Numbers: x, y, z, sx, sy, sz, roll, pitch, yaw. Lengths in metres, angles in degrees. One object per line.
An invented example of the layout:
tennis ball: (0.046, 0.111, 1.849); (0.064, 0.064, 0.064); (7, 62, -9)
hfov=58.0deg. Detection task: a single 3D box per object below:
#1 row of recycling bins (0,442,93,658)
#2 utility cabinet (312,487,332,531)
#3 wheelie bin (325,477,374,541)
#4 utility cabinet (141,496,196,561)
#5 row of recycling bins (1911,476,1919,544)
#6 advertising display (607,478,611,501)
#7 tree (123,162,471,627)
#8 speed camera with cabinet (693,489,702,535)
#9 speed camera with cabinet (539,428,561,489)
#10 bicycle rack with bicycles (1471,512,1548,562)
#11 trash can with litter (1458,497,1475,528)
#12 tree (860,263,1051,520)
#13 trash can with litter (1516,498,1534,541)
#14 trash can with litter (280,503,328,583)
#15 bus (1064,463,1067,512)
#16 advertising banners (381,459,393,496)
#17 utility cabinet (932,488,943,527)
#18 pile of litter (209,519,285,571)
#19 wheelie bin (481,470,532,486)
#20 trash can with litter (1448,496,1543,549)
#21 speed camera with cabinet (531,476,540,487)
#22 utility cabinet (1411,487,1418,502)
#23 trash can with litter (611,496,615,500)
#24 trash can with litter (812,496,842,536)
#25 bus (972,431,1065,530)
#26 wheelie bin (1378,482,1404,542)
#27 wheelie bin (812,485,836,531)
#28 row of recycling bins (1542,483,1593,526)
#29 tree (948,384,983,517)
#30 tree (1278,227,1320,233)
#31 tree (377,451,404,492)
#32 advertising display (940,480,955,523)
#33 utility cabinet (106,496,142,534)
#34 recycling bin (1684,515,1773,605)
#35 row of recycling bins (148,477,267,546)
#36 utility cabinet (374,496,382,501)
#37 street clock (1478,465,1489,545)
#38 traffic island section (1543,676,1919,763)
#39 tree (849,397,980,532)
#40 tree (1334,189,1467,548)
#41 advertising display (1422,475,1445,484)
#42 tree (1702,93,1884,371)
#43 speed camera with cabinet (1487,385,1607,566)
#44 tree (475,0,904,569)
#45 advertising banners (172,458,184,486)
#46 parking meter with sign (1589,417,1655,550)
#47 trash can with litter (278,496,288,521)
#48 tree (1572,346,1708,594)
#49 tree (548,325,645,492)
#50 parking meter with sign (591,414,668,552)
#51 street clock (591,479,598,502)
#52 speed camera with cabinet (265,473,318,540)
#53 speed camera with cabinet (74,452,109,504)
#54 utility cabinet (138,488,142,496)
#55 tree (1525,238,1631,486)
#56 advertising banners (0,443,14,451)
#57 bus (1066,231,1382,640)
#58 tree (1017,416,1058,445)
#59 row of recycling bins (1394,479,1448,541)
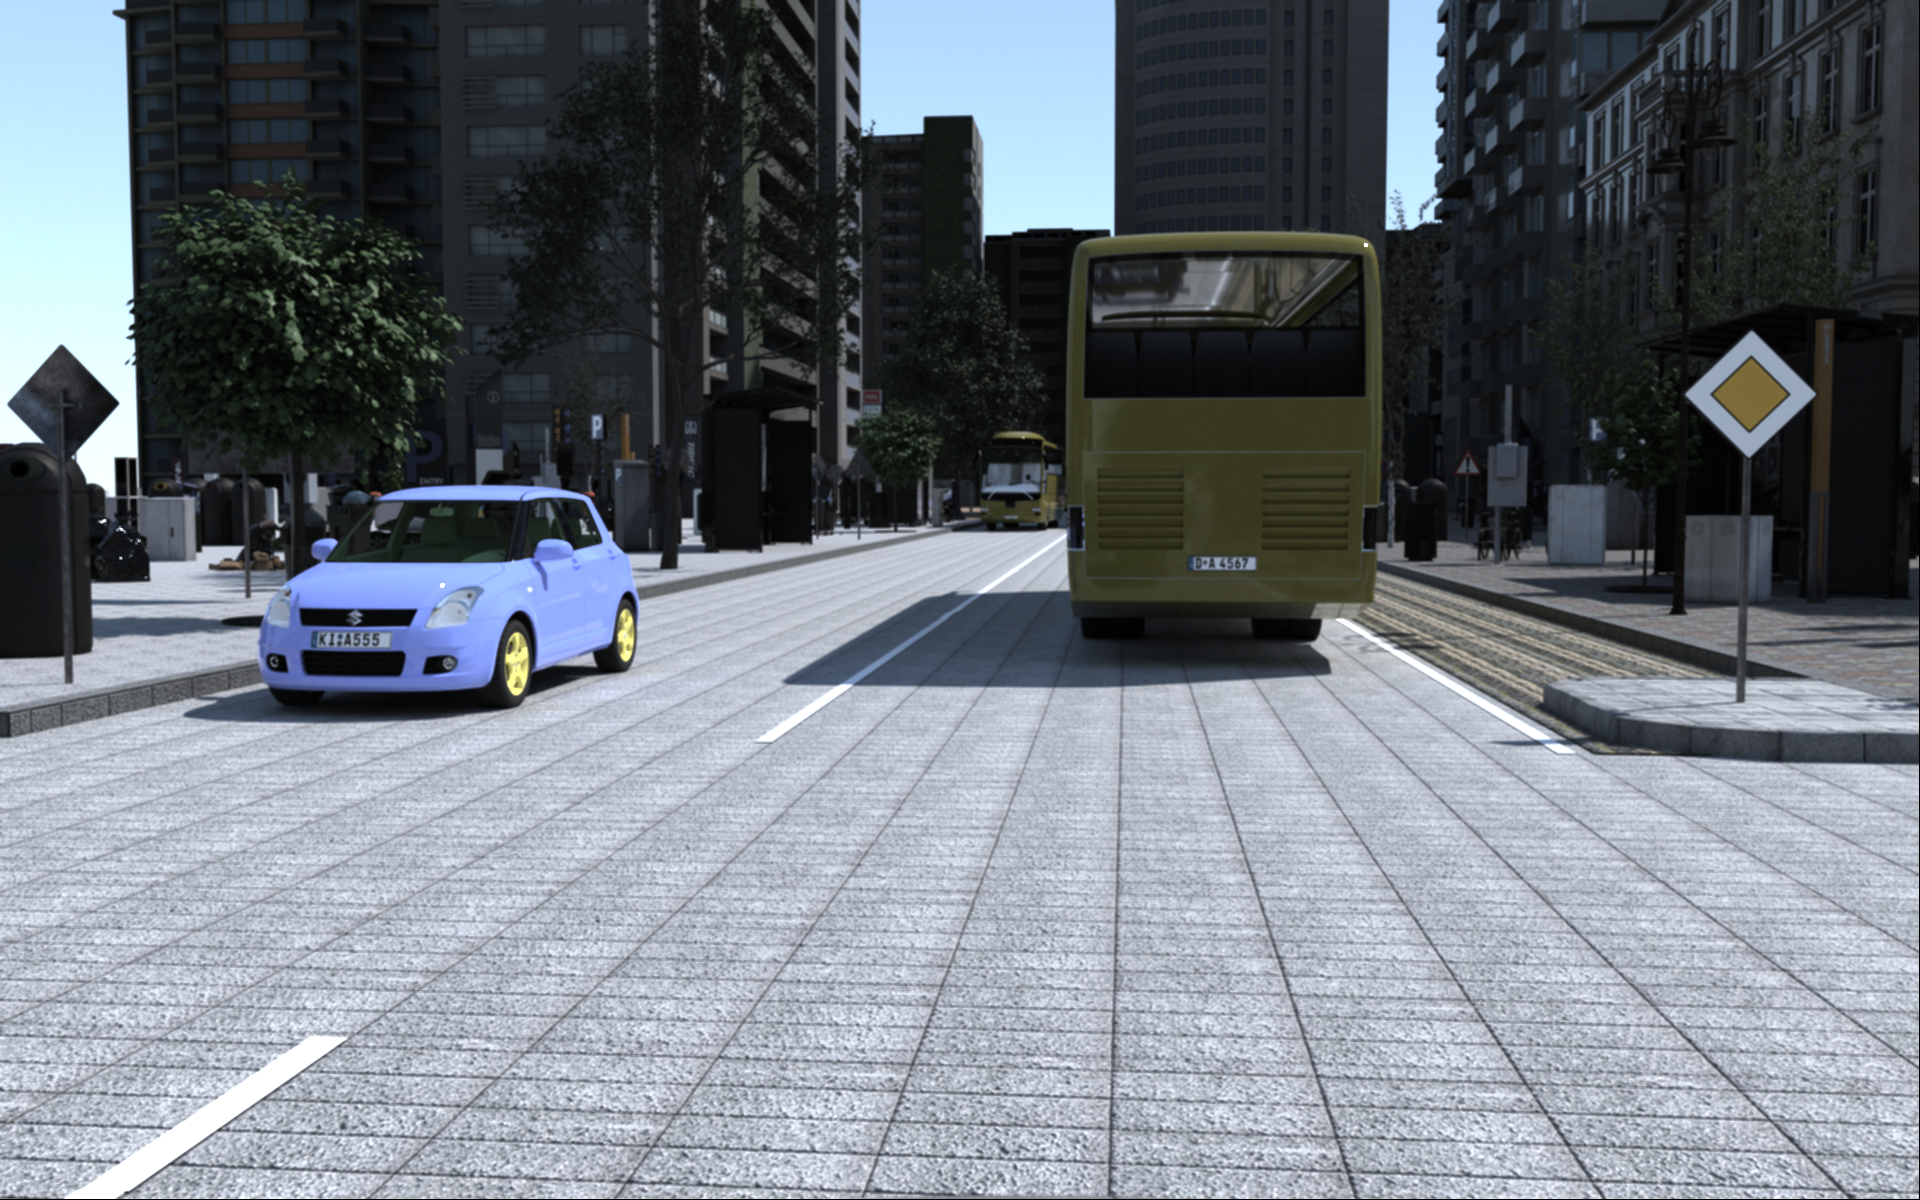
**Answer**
row of recycling bins: (-8.760, -0.427, 14.088); (3.534, 1.692, 1.069); (0, 4, 7)
utility cabinet: (-20.264, -2.861, 55.456); (0.318, 1.500, 1.173); (2, 4, 34)
wheelie bin: (-11.460, -1.508, 32.557); (0.980, 1.594, 0.693); (1, 4, 23)
utility cabinet: (-15.152, -1.350, 33.238); (1.020, 1.237, 0.306); (2, 4, 24)
row of recycling bins: (21.954, -2.062, 40.822); (3.534, 1.692, 1.069); (3, 4, 38)
advertising display: (-14.154, -3.955, 69.877); (0.123, 1.923, 0.974); (-1, 4, -11)
tree: (-6.625, -2.050, 17.239); (4.285, 4.588, 4.351); (0, 3, 0)
speed camera with cabinet: (-7.358, -3.687, 54.620); (2.038, 3.252, 0.660); (0, 4, 3)
speed camera with cabinet: (-11.937, -3.472, 51.101); (0.660, 3.252, 2.038); (-1, 4, -16)
bicycle rack with bicycles: (11.048, -1.234, 33.560); (2.852, 0.926, 2.925); (3, 4, 37)
trash can with litter: (19.233, -3.329, 65.810); (0.624, 1.170, 1.055); (1, 4, 13)
tree: (-0.143, -10.348, 86.193); (9.611, 12.733, 9.660); (0, 3, 0)
trash can with litter: (15.408, -2.208, 47.487); (0.624, 1.170, 1.055); (1, 4, 19)
trash can with litter: (-8.568, -0.718, 23.130); (1.055, 1.170, 0.624); (2, 4, 30)
bus: (9.191, -8.947, 137.828); (2.896, 3.916, 12.252); (0, 4, 5)
advertising banners: (-28.705, -5.553, 86.987); (0.090, 3.025, 2.074); (0, 4, 4)
utility cabinet: (-0.867, -3.624, 67.930); (0.318, 1.500, 1.173); (0, 4, 6)
pile of litter: (-11.981, -0.940, 29.332); (1.719, 0.858, 1.176); (3, 5, 42)
wheelie bin: (-6.076, -0.938, 23.250); (0.693, 1.594, 0.980); (2, 4, 29)
trash can with litter: (12.800, -1.842, 41.169); (1.678, 1.210, 2.233); (-2, 4, -25)
speed camera with cabinet: (-21.460, -5.692, 87.405); (0.660, 3.252, 2.038); (-2, 4, -27)
utility cabinet: (14.288, -2.811, 54.634); (1.173, 1.500, 0.318); (-2, 4, -26)
trash can with litter: (-17.123, -4.708, 88.035); (2.233, 1.210, 1.678); (0, 4, 2)
trash can with litter: (-4.513, -2.632, 54.095); (1.678, 1.210, 2.233); (0, 4, -5)
bus: (2.670, -4.890, 71.504); (2.896, 3.916, 12.252); (0, 4, 7)
wheelie bin: (11.400, -2.342, 46.203); (0.693, 1.594, 0.980); (-2, 4, -24)
wheelie bin: (-4.764, -3.214, 60.459); (0.980, 1.594, 0.693); (2, 4, 32)
row of recycling bins: (22.174, -3.522, 64.694); (3.534, 1.692, 1.069); (0, 4, -8)
tree: (0.874, -9.057, 98.442); (4.360, 8.622, 3.978); (0, 3, 0)
tree: (14.112, -9.520, 73.783); (7.486, 12.596, 7.792); (0, 3, 0)
tree: (-25.045, -5.021, 76.692); (1.663, 3.219, 1.824); (0, 3, 0)
advertising display: (-0.579, -4.438, 77.775); (0.123, 1.923, 0.974); (-3, 4, -37)
utility cabinet: (-22.825, -2.222, 47.490); (1.020, 1.237, 0.306); (-1, 4, -18)
recycling bin: (9.061, -0.482, 20.428); (0.722, 1.027, 0.722); (-3, 4, -36)
row of recycling bins: (-18.982, -2.237, 43.695); (3.534, 1.692, 1.069); (1, 4, 21)
utility cabinet: (-21.597, -3.326, 65.542); (1.020, 1.237, 0.306); (-2, 4, -31)
street clock: (13.074, -2.359, 43.139); (0.358, 2.002, 0.471); (1, 4, 11)
traffic island section: (4.832, 0.709, 10.687); (2.009, 0.180, 2.903); (0, 4, 5)
tree: (-2.114, -4.583, 58.647); (4.285, 4.588, 4.351); (0, 3, 0)
tree: (10.080, -5.554, 41.169); (4.360, 8.622, 3.978); (0, 3, 0)
advertising display: (15.960, -3.257, 58.465); (0.123, 1.923, 0.974); (-2, 4, -27)
tree: (15.257, -5.035, 32.687); (4.737, 8.622, 4.395); (0, 3, 0)
speed camera with cabinet: (10.670, -2.272, 31.479); (2.038, 3.252, 0.660); (1, 4, 19)
tree: (-4.654, -5.798, 29.218); (7.601, 10.594, 8.767); (1, 4, 14)
advertising banners: (-36.755, -5.321, 83.184); (2.074, 3.025, 0.090); (0, 4, -5)
parking meter with sign: (15.238, -2.655, 39.675); (1.738, 3.016, 0.543); (-2, 4, -26)
trash can with litter: (-32.900, -4.375, 82.589); (2.233, 1.210, 1.678); (0, 4, -5)
tree: (8.890, -1.721, 22.741); (1.663, 3.219, 1.824); (0, 3, 0)
tree: (-15.936, -7.618, 74.913); (4.360, 8.622, 3.978); (0, 3, 0)
parking meter with sign: (-7.259, -2.579, 38.433); (1.738, 3.016, 0.543); (-3, 5, -41)
street clock: (-17.191, -4.706, 81.507); (0.471, 2.002, 0.358); (-1, 4, -16)
speed camera with cabinet: (-17.739, -3.087, 44.808); (2.038, 3.252, 0.660); (0, 4, 3)
speed camera with cabinet: (-35.323, -4.623, 69.930); (0.660, 3.252, 2.038); (1, 4, 15)
utility cabinet: (-27.192, -2.955, 56.994); (0.318, 1.500, 1.173); (-3, 4, -38)
tree: (18.747, -6.141, 50.762); (4.737, 8.622, 4.395); (0, 3, 0)
advertising banners: (-32.087, -3.886, 59.727); (2.074, 3.025, 0.090); (0, 4, 1)
bus: (2.614, -1.737, 19.954); (2.896, 3.916, 12.252); (0, 4, 5)
tree: (6.683, -12.456, 154.025); (4.360, 8.622, 3.978); (0, 3, 0)
row of recycling bins: (11.636, -2.489, 47.809); (3.534, 1.692, 1.069); (1, 4, 13)
